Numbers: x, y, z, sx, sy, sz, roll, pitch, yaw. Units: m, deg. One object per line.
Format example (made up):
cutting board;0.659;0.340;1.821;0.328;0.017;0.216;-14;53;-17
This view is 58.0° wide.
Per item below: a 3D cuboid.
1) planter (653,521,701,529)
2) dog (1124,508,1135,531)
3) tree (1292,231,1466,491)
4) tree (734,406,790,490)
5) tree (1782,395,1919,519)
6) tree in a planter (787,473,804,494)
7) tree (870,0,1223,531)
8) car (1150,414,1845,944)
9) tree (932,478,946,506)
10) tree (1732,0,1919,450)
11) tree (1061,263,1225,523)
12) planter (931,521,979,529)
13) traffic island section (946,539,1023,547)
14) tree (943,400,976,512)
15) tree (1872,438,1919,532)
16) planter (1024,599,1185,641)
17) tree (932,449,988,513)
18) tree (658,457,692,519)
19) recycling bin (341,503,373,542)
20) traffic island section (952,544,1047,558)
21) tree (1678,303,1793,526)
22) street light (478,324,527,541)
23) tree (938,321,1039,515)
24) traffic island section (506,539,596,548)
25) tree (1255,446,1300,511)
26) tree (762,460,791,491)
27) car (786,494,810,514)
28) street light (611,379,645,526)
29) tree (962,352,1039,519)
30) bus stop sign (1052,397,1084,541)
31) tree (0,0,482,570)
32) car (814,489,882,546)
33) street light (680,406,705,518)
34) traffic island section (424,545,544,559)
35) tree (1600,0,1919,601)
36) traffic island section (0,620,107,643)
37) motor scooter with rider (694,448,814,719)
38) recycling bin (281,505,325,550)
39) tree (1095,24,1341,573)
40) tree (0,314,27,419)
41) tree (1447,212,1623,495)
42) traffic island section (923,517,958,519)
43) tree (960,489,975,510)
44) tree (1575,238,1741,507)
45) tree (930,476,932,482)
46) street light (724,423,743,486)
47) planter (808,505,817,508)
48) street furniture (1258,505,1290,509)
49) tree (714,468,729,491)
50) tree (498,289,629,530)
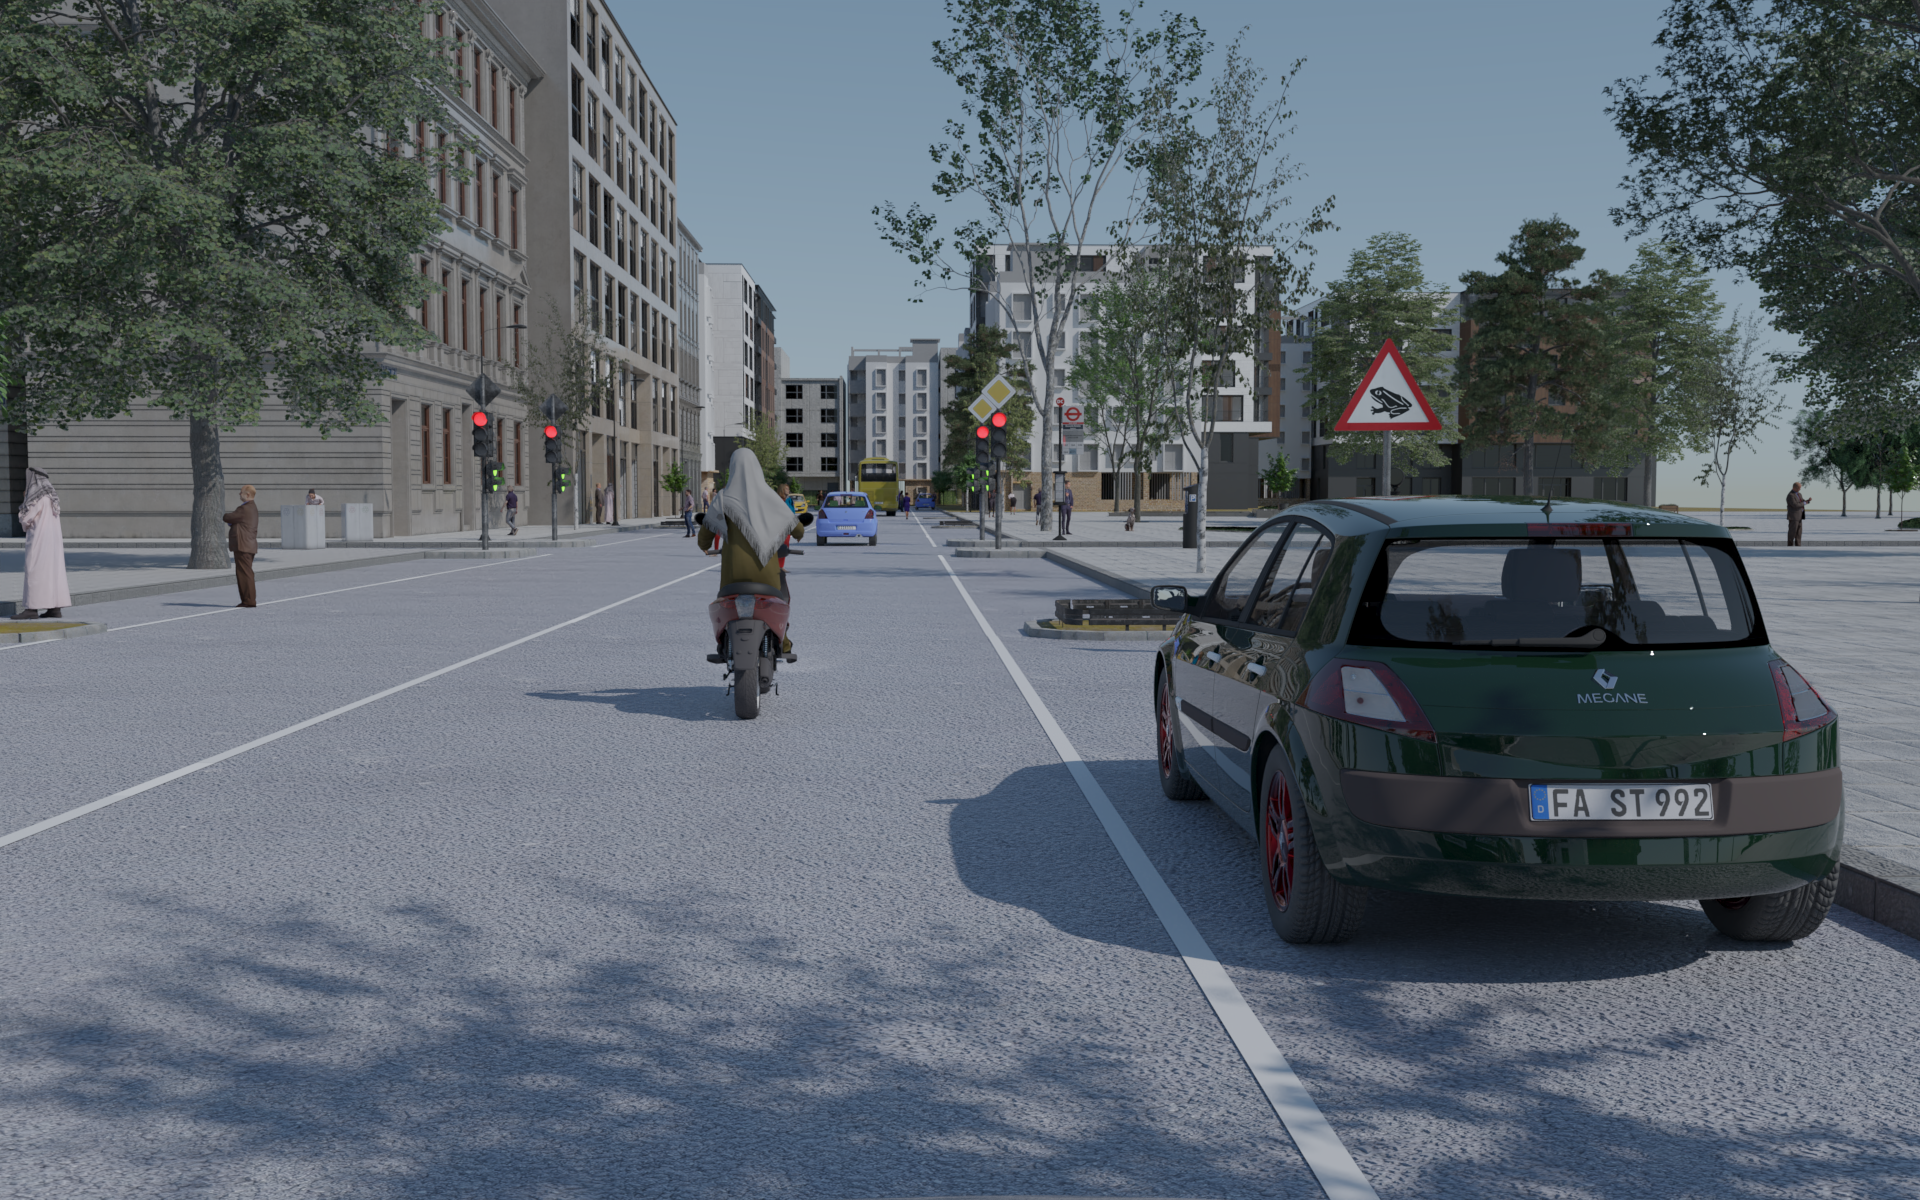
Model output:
planter;-11.719;-3.136;72.413;1.991;0.319;1.994;0;4;-2
dog;5.955;-2.784;59.904;0.513;0.831;0.800;2;4;27
tree;18.309;-9.633;75.624;7.486;12.596;7.792;0;3;0
tree;-16.660;-11.815;143.530;4.737;8.622;4.395;0;3;0
tree;51.761;-8.162;96.349;11.467;7.101;20.602;1;4;8
tree in a planter;-14.354;-9.312;149.470;1.991;3.239;1.994;0;4;-2
tree;3.247;-12.536;60.846;12.611;20.169;13.585;0;3;0
car;1.830;0.175;6.926;2.009;1.686;4.222;0;4;-1
tree;-2.059;-12.095;192.357;1.663;3.219;1.824;0;3;0
tree;20.723;-7.864;35.236;9.857;13.997;8.962;0;3;0
tree;8.060;-9.297;77.755;9.928;11.665;9.643;0;3;0
planter;-0.212;-3.161;72.815;1.991;0.319;1.994;0;4;-2
traffic island section;0.638;-1.584;48.171;2.009;0.180;2.903;0;4;-2
tree;0.536;-10.819;127.245;4.360;8.622;3.978;0;3;0
tree;32.430;-3.968;59.475;1.663;3.219;1.824;0;3;0
planter;1.673;0.199;17.890;1.991;0.319;1.994;0;4;-2
tree;0.648;-8.397;121.006;4.285;4.588;4.351;0;3;0
tree;-14.796;-5.825;89.838;1.663;3.219;1.824;0;3;0
recycling bin;-16.338;-2.102;46.928;0.722;1.027;0.722;-2;4;-29
traffic island section;0.911;-1.095;40.191;2.009;0.180;2.903;0;4;-2
tree;30.118;-7.189;67.896;4.360;8.622;3.978;0;3;0
street light;-12.533;-4.584;47.483;1.470;5.913;1.316;0;4;-2
tree;1.508;-11.401;108.460;6.751;12.117;7.091;0;3;0
traffic island section;-11.197;-1.559;47.772;2.009;0.180;2.903;0;4;-2
tree;12.825;-4.561;69.172;1.663;3.219;1.824;0;3;0
tree;-17.184;-10.689;158.474;4.285;4.588;4.351;0;3;0
car;-10.908;-6.352;114.073;2.015;1.641;3.980;0;4;-4
street light;-13.387;-5.952;69.856;1.470;5.913;1.316;0;4;-2
tree;2.192;-8.479;89.001;4.737;8.622;4.395;0;3;0
bus stop sign;2.979;-3.613;47.772;0.855;3.939;0.416;1;4;9
tree;-12.921;-7.498;29.240;9.857;13.997;8.962;0;3;0
car;-3.191;-2.418;49.119;1.945;1.707;3.694;0;4;-3
street light;-14.127;-7.273;91.453;1.470;5.913;1.316;0;4;-2
traffic island section;-10.924;-1.071;39.792;2.009;0.180;2.903;0;4;-2
tree;11.187;-5.226;19.852;7.601;10.594;8.767;-3;5;-44
traffic island section;-9.830;0.330;17.465;1.991;0.108;1.994;0;4;-2
motor scooter with rider;-1.362;-0.163;11.628;0.876;1.779;1.986;0;4;-3
recycling bin;-15.272;-1.695;40.266;0.722;1.027;0.722;1;4;13
tree;4.026;-4.762;28.216;4.360;8.622;3.978;0;3;0
tree;-12.628;-2.212;19.884;4.285;4.588;4.351;0;3;0
tree;22.022;-8.857;66.864;6.751;12.117;7.091;0;3;0
traffic island section;-1.136;-4.702;99.749;1.991;0.108;1.994;0;4;-2
tree;0.728;-8.666;136.286;1.663;3.219;1.824;0;3;0
tree;30.999;-9.708;76.857;7.486;12.596;7.792;0;3;0
tree;-1.889;-13.225;199.947;4.285;4.588;4.351;0;3;0
street light;-14.842;-8.597;113.099;1.470;5.913;1.316;0;4;-2
planter;-15.282;-9.501;176.487;1.991;0.319;1.994;0;4;-2
street furniture;25.185;-6.416;120.528;10.072;0.657;5.734;0;4;-7
tree;-15.883;-7.606;118.952;1.663;3.219;1.824;0;3;0
tree;-13.915;-6.794;61.450;4.360;8.622;3.978;0;3;0
